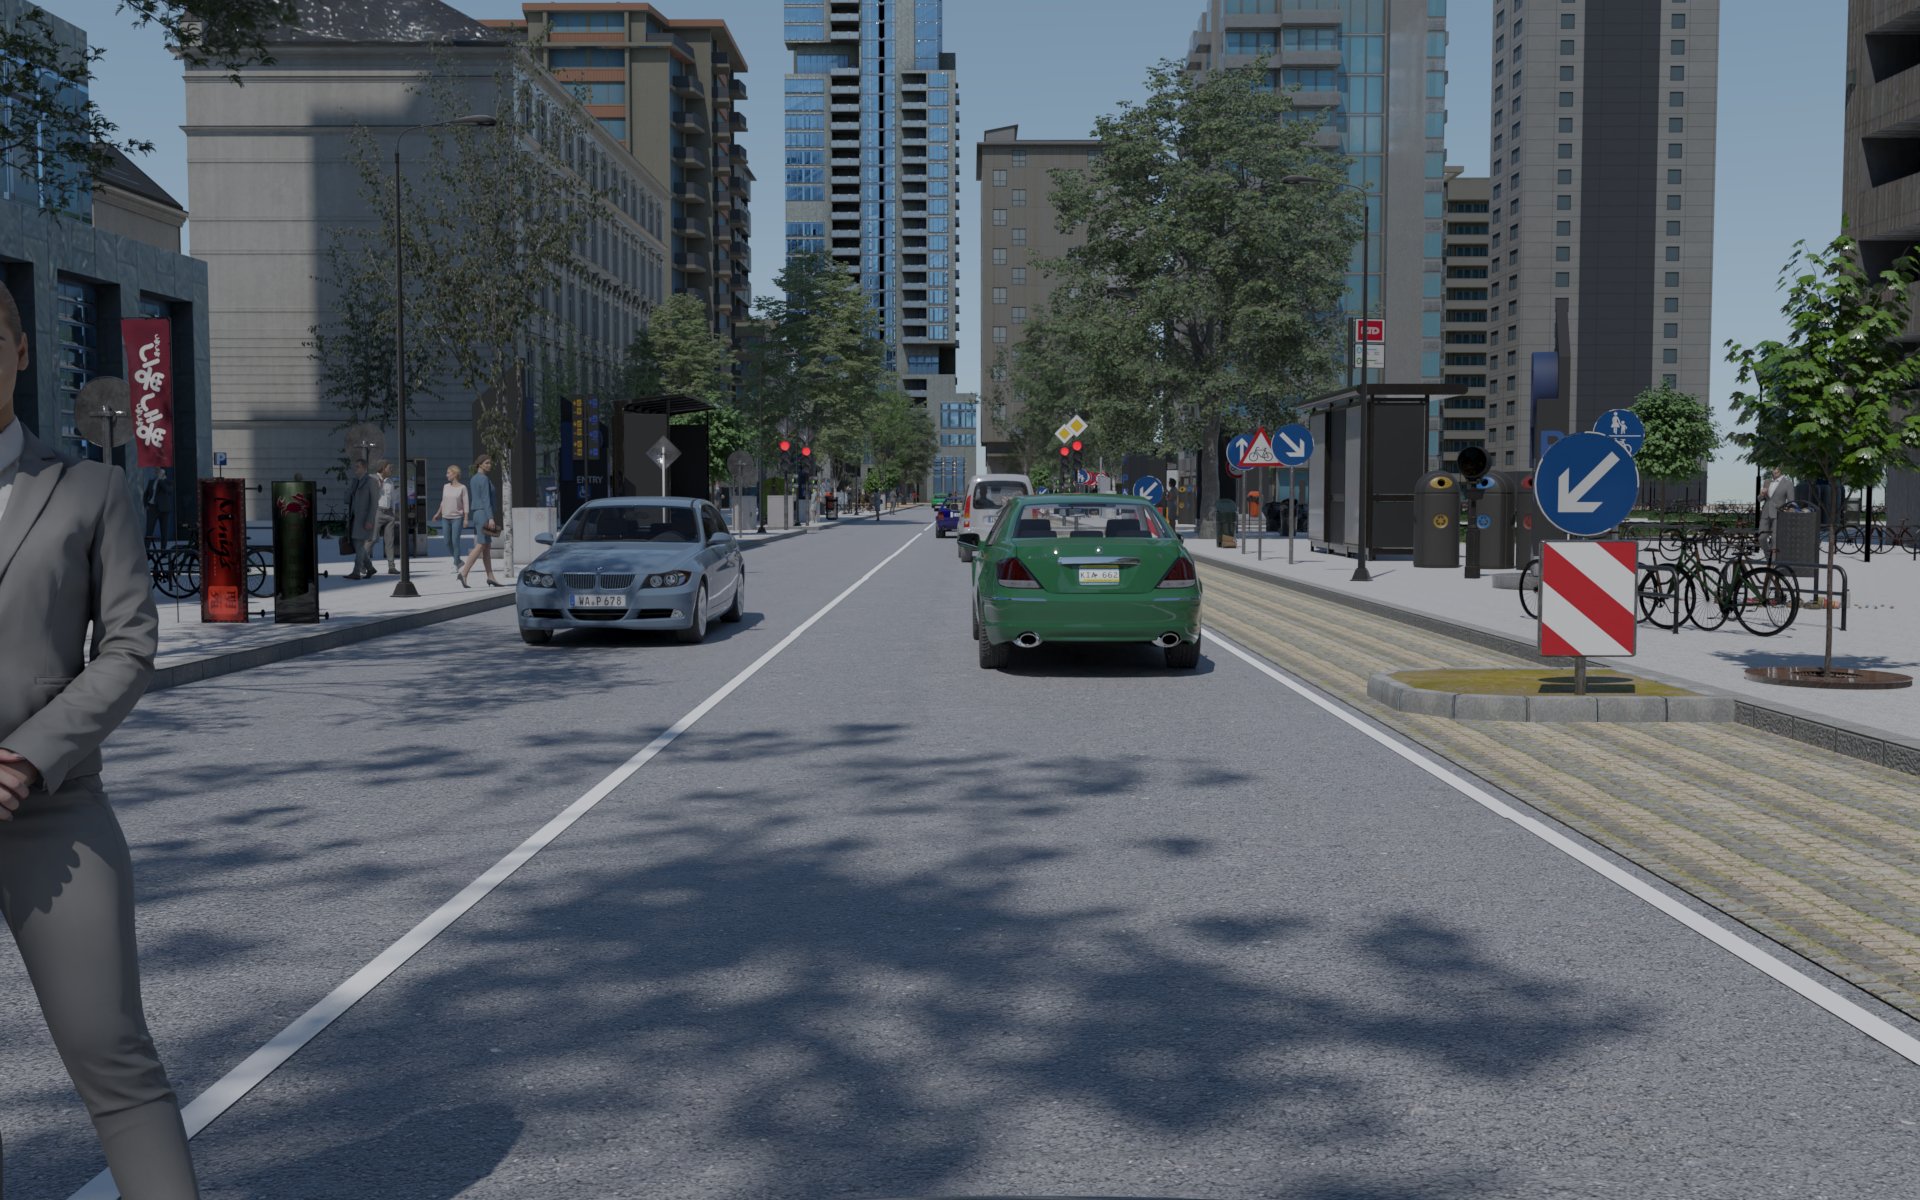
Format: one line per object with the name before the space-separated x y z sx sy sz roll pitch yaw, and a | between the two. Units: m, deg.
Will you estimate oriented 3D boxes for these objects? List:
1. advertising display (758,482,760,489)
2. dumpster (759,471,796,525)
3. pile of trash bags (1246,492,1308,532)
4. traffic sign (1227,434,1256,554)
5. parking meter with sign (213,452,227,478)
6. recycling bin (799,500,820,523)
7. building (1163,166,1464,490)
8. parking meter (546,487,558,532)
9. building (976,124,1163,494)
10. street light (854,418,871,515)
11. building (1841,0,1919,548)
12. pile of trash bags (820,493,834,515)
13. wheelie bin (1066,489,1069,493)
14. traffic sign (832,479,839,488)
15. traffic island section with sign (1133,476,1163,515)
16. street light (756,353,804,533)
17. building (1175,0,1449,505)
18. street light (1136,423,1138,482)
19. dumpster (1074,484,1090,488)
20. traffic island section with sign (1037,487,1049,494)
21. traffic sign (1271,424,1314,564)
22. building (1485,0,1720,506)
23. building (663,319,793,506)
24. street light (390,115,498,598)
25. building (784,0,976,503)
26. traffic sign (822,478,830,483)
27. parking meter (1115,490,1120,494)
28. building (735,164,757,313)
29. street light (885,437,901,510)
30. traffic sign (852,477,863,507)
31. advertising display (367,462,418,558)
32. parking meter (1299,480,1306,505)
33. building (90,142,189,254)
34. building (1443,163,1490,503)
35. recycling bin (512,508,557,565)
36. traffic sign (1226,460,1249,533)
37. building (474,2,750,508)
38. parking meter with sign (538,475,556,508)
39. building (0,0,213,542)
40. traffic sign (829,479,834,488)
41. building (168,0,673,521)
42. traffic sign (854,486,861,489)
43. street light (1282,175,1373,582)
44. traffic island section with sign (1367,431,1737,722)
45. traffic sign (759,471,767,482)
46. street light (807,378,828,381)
advertising display | -10.217 -5.116 88.864 0.123 1.923 0.974 -1 4 -19
dumpster | -7.639 -4.254 72.042 1.502 2.255 1.985 0 4 0
pile of trash bags | 11.111 -3.051 59.629 1.912 1.369 3.447 -2 4 -33
traffic sign | 6.057 -2.251 36.902 0.768 2.556 0.104 0 4 5
parking meter with sign | -31.524 -4.675 72.700 1.738 3.016 0.543 2 4 33
recycling bin | -6.778 -3.986 77.730 0.722 1.027 0.722 3 5 40
building | 37.009 -30.716 194.080 32.217 40.220 23.993 0 4 0
parking meter | -13.652 -3.027 57.896 0.372 1.533 0.369 0 3 0
building | 16.129 -40.721 255.030 27.495 52.752 28.713 0 4 0
street light | -5.751 -8.102 105.004 1.470 5.913 1.316 0 4 0
building | 28.569 -16.389 39.656 14.160 30.474 14.107 0 4 0
pile of trash bags | -8.898 -5.825 104.989 1.912 1.369 3.447 3 4 38
wheelie bin | 7.377 -6.808 119.220 0.693 1.594 0.980 -2 4 -24
traffic sign | -10.482 -8.826 144.410 0.768 2.556 0.104 0 4 5
traffic island section with sign | 4.021 -1.839 38.695 1.989 1.847 2.006 0 4 0
street light | -6.012 -5.171 57.084 1.470 5.913 1.316 0 4 0
building | 32.680 -33.385 165.449 23.786 49.044 30.456 0 4 0
street light | 5.671 -5.392 60.700 1.470 5.913 1.316 0 4 0
dumpster | 9.172 -7.922 132.023 1.502 2.255 1.985 0 4 0
traffic island section with sign | 4.354 -5.223 94.030 1.989 1.847 2.006 0 4 0
traffic sign | 6.044 -1.923 31.544 0.768 2.556 0.104 1 4 9
building | 70.185 -46.242 194.312 20.611 71.187 20.563 0 4 0
building | -34.443 -21.246 192.418 28.899 21.520 27.650 0 4 0
street light | -6.371 -2.988 21.400 1.470 5.913 1.316 0 4 0
building | -13.132 -57.438 251.784 31.000 86.520 22.319 0 4 0
traffic sign | -10.511 -8.267 135.279 0.768 2.556 0.104 0 4 3
parking meter | 9.287 -5.773 102.796 0.372 1.533 0.369 0 3 0
building | -43.100 -40.742 255.370 27.495 52.752 28.713 0 4 0
street light | -5.515 -10.290 140.777 1.470 5.913 1.316 0 4 0
traffic sign | -7.467 -7.701 126.012 0.768 2.556 0.104 0 4 2
advertising display | -11.386 -1.806 34.741 0.974 1.923 0.123 -1 4 -8
parking meter | 14.345 -4.092 72.616 0.255 1.863 0.399 0 4 8
building | -50.700 -13.694 88.519 19.286 19.102 10.561 0 4 0
building | 65.630 -38.394 251.442 21.600 48.544 21.300 0 4 0
recycling bin | -7.816 -1.175 31.770 0.722 1.027 0.722 0 4 -3
traffic sign | 9.029 -3.443 56.394 0.768 2.556 0.104 1 4 10
building | -31.292 -30.825 158.606 22.147 44.769 28.867 0 4 0
parking meter with sign | -16.665 -4.509 69.977 1.738 3.016 0.543 -1 4 -8
building | -36.415 -44.165 34.773 31.000 86.520 22.319 0 4 0
traffic sign | -10.663 -8.660 141.691 0.768 2.556 0.104 0 4 2
building | -29.050 -20.065 104.473 17.030 29.872 44.131 0 4 0
traffic sign | -8.317 -8.475 140.697 0.606 2.300 0.079 1 4 9
street light | 5.388 -3.234 25.411 1.470 5.913 1.316 0 4 0
traffic island section with sign | 3.864 -0.190 11.740 1.989 1.847 2.006 0 4 0
traffic sign | -10.981 -5.806 95.040 0.768 2.556 0.104 0 4 8
street light | -5.972 -5.915 69.253 1.470 5.913 1.316 0 4 0
